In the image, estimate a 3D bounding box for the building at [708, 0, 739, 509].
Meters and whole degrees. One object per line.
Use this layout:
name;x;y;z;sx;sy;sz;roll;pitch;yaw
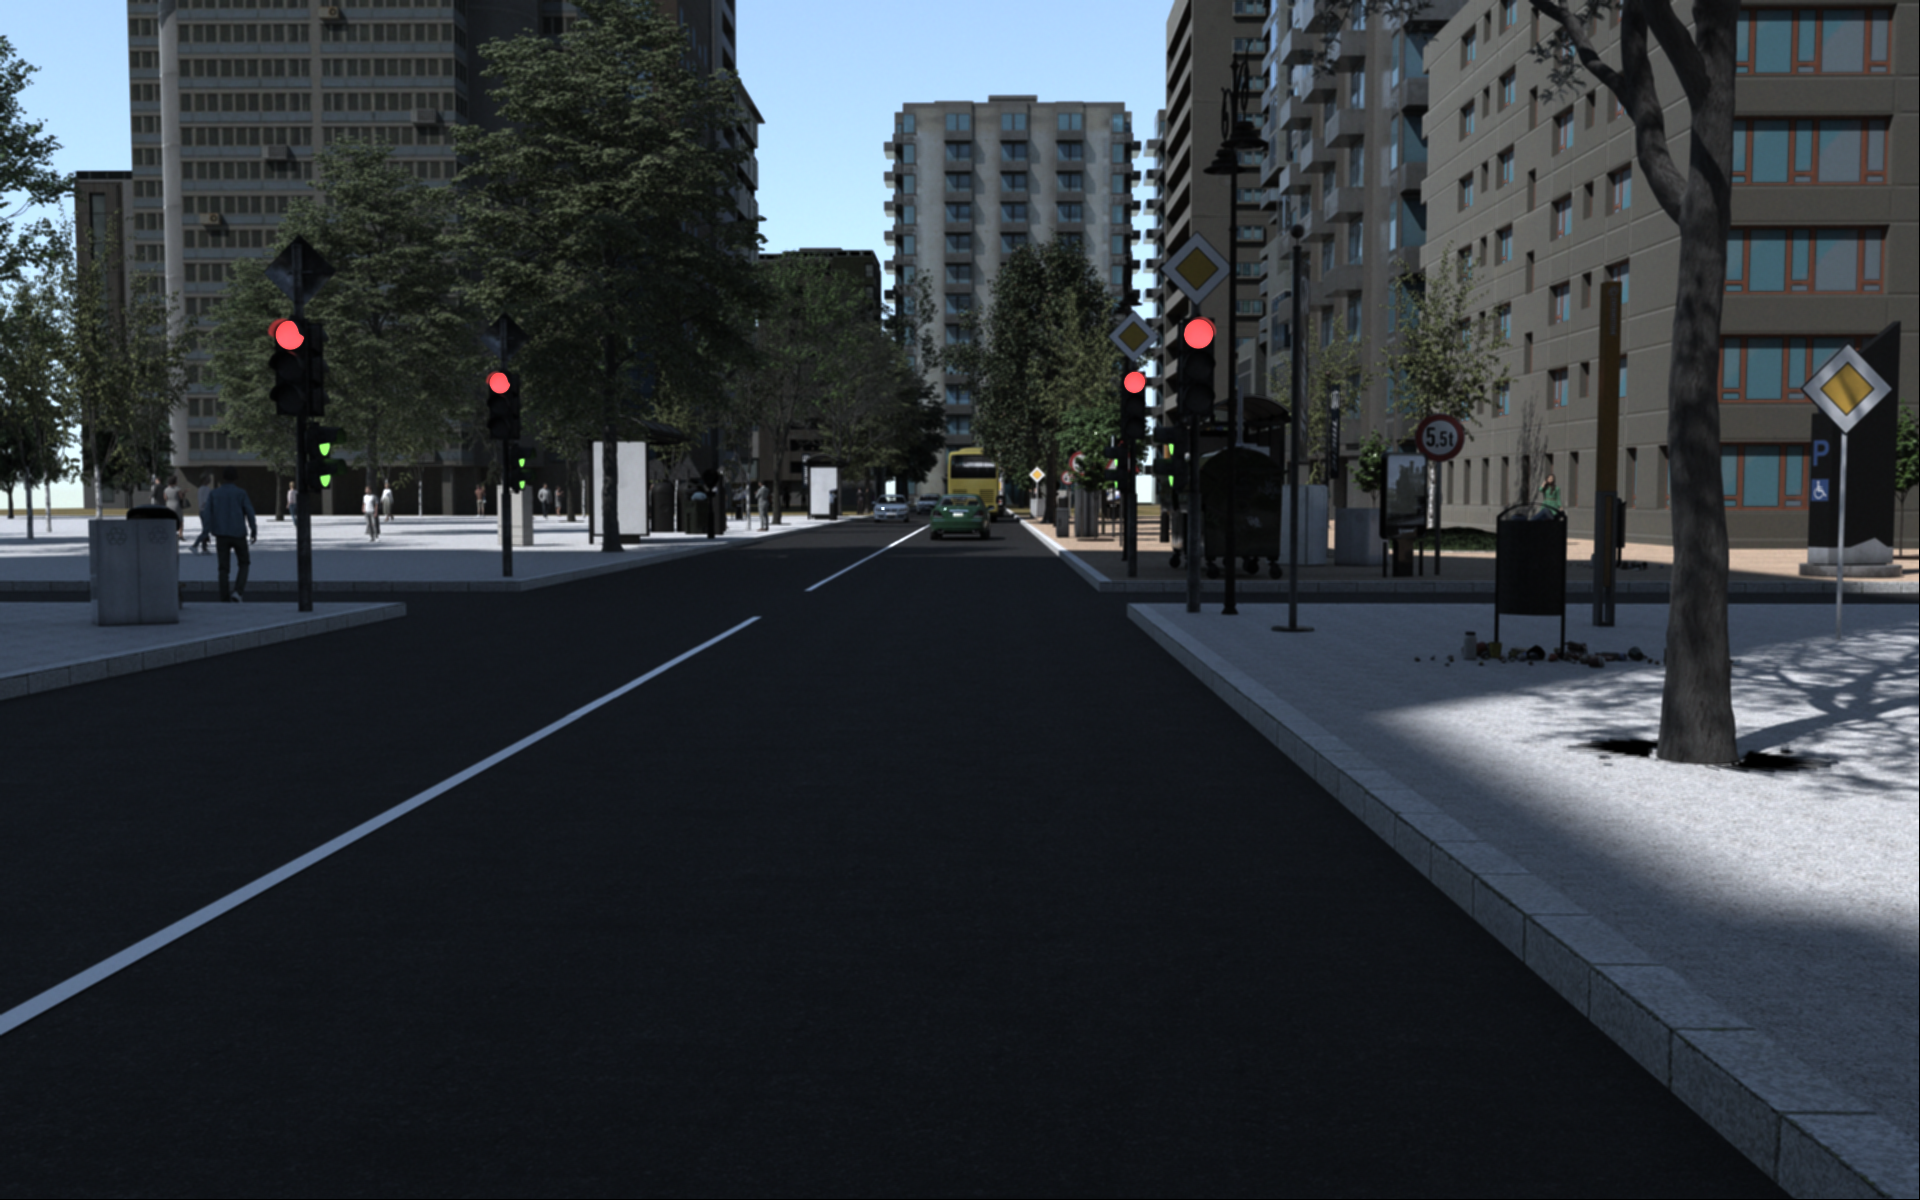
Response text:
building;-34.330;-37.376;153.103;28.212;58.520;21.231;0;4;1

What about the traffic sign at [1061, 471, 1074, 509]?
traffic sign;5.836;-5.714;93.527;0.768;2.556;0.104;1;4;9

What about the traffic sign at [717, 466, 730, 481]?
traffic sign;-10.923;-4.873;79.410;0.795;2.593;0.064;0;4;6

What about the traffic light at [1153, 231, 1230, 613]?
traffic light;2.517;-1.821;18.694;0.839;4.253;0.868;0;4;1

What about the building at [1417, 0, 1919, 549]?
building;32.142;-12.744;53.398;28.899;21.520;27.650;0;4;1

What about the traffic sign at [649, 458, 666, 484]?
traffic sign;-11.065;-3.837;62.742;0.884;2.594;0.081;0;4;6

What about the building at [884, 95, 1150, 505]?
building;6.266;-36.157;210.774;30.456;49.044;23.786;0;4;1

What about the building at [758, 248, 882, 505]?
building;-16.604;-26.570;206.118;14.107;30.474;14.160;0;4;1

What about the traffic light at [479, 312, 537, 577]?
traffic light;-7.018;-2.318;26.814;0.839;4.253;0.868;0;4;1

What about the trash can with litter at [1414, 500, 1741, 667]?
trash can with litter;4.740;-0.132;13.222;2.233;1.210;1.678;2;4;29

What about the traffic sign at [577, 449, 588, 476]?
traffic sign;-10.463;-2.993;49.035;0.768;2.556;0.104;0;4;7

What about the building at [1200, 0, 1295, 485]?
building;30.065;-49.603;123.677;22.319;86.520;31.000;0;4;1

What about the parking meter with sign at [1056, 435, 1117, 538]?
parking meter with sign;3.723;-3.358;51.163;1.738;3.016;0.543;0;4;-3

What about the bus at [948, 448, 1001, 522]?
bus;0.770;-6.093;91.162;2.896;3.916;12.252;0;4;1

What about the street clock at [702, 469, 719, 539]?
street clock;-7.170;-2.768;49.827;0.471;2.002;0.358;-1;4;-17

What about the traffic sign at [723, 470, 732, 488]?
traffic sign;-10.919;-4.891;80.081;0.768;2.556;0.104;0;4;5

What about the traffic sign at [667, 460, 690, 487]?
traffic sign;-10.686;-4.023;65.786;0.884;2.594;0.081;0;4;6

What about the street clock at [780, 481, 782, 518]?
street clock;-9.809;-5.478;94.142;0.358;2.002;0.471;-1;4;-16

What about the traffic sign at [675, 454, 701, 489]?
traffic sign;-8.884;-3.456;56.502;0.884;2.594;0.081;0;4;5

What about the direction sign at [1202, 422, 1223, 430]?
direction sign;7.929;-3.819;54.436;0.876;3.537;0.379;-3;4;-36

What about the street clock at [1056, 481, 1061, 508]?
street clock;5.227;-5.491;94.342;0.471;2.002;0.358;1;4;13

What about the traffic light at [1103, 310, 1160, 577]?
traffic light;2.642;-2.309;26.678;0.839;4.253;0.868;0;4;1

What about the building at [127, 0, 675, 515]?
building;-36.133;-25.838;114.329;32.217;40.220;23.993;0;4;1

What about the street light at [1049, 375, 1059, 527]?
street light;3.697;-5.779;67.282;0.468;5.910;1.993;0;4;1

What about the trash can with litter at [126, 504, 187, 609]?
trash can with litter;-8.865;-0.466;19.013;0.624;1.170;1.055;-1;4;-18

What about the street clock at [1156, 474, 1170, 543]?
street clock;5.423;-2.523;45.814;0.471;2.002;0.358;3;5;42

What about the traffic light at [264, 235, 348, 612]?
traffic light;-7.143;-1.829;18.829;0.839;4.253;0.868;0;4;1

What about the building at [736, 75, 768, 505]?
building;-37.275;-38.206;213.908;27.495;52.752;28.713;0;4;1

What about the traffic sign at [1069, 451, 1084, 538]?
traffic sign;3.565;-3.096;50.726;0.768;2.556;0.104;0;4;4

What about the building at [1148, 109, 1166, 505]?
building;37.300;-36.068;209.314;30.456;49.044;23.786;0;4;1

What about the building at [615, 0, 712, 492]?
building;-27.200;-29.540;133.097;14.600;45.320;14.200;0;4;1

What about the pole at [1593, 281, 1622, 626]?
pole;6.260;-1.401;16.748;0.158;3.312;0.155;0;3;0

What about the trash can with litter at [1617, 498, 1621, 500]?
trash can with litter;11.363;-1.162;30.056;1.678;1.210;2.233;1;4;12

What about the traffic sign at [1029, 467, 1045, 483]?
traffic sign;3.682;-5.049;82.287;0.795;2.593;0.064;0;4;6

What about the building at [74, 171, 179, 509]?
building;-69.643;-23.579;157.225;14.107;30.474;14.160;0;4;1

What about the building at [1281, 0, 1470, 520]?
building;28.310;-28.499;85.559;23.786;49.044;30.456;0;4;1

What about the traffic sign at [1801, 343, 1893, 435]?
traffic sign;7.750;-0.943;15.145;0.795;2.593;0.064;0;4;1

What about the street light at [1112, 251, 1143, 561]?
street light;3.190;-3.690;33.121;0.468;5.910;1.993;0;4;1

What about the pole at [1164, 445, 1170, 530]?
pole;7.393;-4.156;61.793;0.158;3.312;0.155;0;3;0

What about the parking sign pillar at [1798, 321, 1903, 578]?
parking sign pillar;13.942;-2.358;27.019;1.447;3.967;1.447;-1;4;-18

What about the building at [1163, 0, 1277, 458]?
building;29.655;-32.281;151.499;21.300;48.544;21.600;0;4;1

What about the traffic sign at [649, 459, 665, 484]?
traffic sign;-11.180;-3.875;63.458;0.768;2.556;0.104;1;4;10

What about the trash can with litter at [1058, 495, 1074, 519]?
trash can with litter;5.677;-4.782;89.237;2.233;1.210;1.678;1;4;13

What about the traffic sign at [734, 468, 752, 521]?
traffic sign;-10.288;-5.010;81.922;0.884;2.594;0.081;1;4;9
